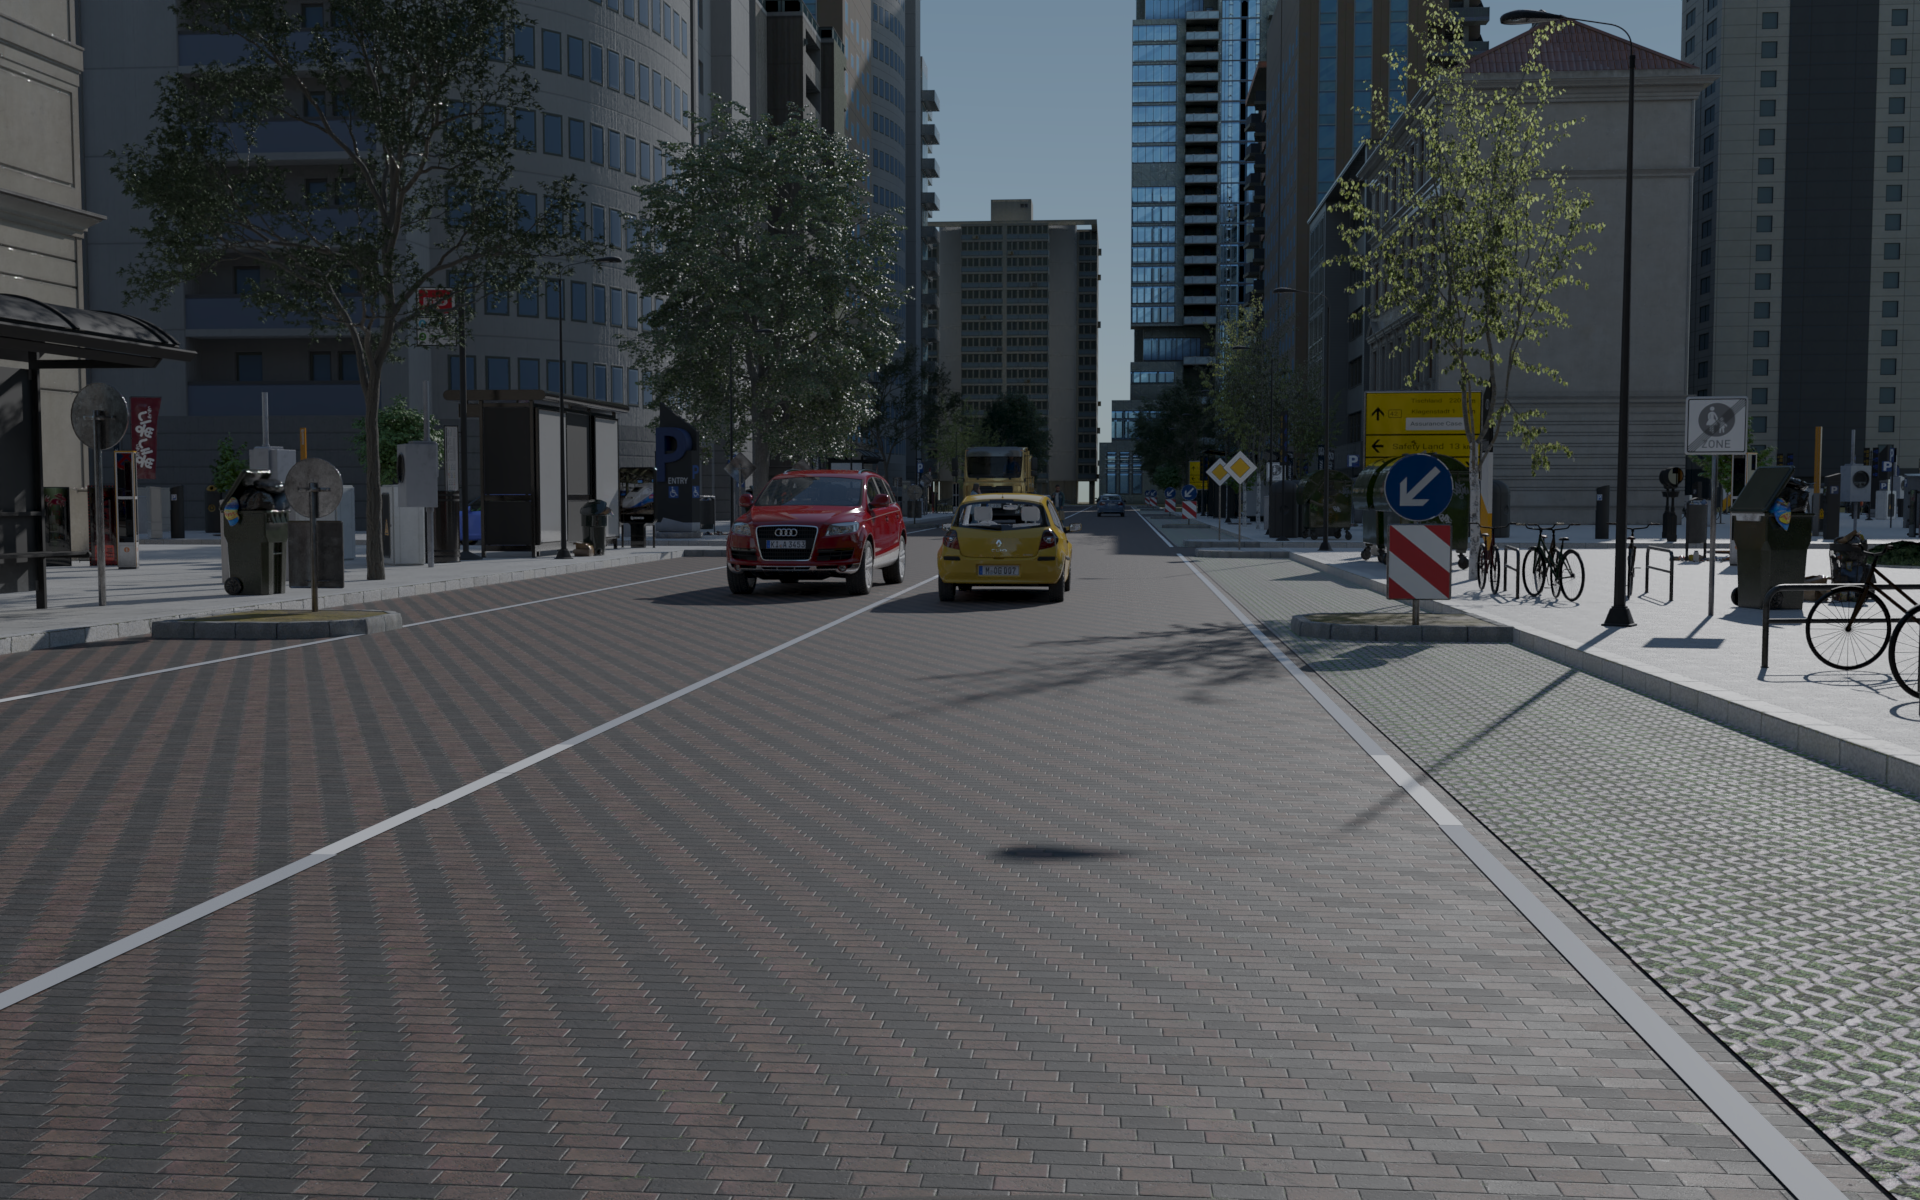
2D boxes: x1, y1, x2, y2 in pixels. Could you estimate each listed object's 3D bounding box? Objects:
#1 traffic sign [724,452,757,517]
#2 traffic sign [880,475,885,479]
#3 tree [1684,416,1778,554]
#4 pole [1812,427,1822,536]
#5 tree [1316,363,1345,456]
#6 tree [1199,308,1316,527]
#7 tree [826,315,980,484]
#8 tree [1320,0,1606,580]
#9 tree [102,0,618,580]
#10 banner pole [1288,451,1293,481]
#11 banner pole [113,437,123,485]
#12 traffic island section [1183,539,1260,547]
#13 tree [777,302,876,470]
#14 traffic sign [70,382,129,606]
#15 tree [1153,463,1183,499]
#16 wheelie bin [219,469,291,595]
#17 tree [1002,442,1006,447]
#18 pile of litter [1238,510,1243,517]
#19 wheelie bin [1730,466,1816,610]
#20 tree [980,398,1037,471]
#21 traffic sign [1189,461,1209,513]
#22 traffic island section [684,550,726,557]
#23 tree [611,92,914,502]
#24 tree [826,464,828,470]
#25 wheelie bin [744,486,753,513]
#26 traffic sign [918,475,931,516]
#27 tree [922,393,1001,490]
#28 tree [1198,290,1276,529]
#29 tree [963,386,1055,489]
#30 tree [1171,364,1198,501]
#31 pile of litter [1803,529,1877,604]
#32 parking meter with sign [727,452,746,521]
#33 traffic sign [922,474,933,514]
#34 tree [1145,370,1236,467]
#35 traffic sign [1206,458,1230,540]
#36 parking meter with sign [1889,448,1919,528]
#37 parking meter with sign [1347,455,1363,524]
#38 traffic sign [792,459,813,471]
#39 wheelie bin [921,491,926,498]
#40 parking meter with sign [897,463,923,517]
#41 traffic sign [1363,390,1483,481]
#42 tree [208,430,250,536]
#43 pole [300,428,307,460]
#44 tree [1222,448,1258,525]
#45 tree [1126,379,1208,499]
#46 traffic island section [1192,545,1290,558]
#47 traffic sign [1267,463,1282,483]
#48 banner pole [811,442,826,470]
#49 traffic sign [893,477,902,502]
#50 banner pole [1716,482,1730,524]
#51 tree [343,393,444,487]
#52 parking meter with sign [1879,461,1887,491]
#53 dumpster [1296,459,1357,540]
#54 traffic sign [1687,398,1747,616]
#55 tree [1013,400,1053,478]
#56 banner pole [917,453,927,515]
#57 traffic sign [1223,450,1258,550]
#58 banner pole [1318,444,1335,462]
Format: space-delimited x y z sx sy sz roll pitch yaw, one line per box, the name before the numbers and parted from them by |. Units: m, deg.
traffic sign | -5.198 -2.284 40.992 0.795 2.450 0.064 0 4 5
traffic sign | -4.288 -5.695 95.236 0.606 2.300 0.079 0 4 6
tree | 16.778 -2.610 37.275 1.663 3.219 1.824 0 3 0
pole | 25.973 -3.586 52.470 0.158 3.312 0.155 0 3 0
tree | 19.036 -8.891 95.723 4.737 8.622 4.395 0 3 0
tree | 11.279 -7.196 68.016 4.737 8.622 4.395 0 3 0
tree | -3.568 -9.348 87.249 8.767 10.594 7.601 0 3 0
tree | 7.558 -4.595 25.492 4.360 8.622 3.978 0 3 0
tree | -8.888 -5.558 25.289 8.767 10.594 7.601 1 4 21
banner pole | 16.766 -6.056 89.035 0.863 3.779 0.401 3 4 37
banner pole | -28.015 -4.141 57.722 0.401 3.779 0.863 0 4 -2
traffic island section | 7.200 -1.569 47.933 2.009 0.180 2.903 0 4 5
tree | -5.424 -6.979 64.462 4.737 8.622 4.395 0 3 0
traffic sign | -9.835 -1.204 19.788 0.768 2.556 0.104 1 4 14
tree | 20.605 -11.474 171.307 4.285 4.588 4.351 0 3 0
wheelie bin | -8.973 -0.872 22.172 0.693 1.594 0.980 1 4 9
tree | 1.585 -11.822 143.644 4.737 8.622 4.395 0 3 0
pile of litter | 15.456 -5.125 97.763 1.176 0.858 1.719 -3 5 -40
wheelie bin | 9.114 -0.706 19.450 0.693 1.594 0.980 -1 4 -10
tree | 4.076 -14.278 167.859 7.601 10.594 8.767 2 4 28
traffic sign | 15.137 -6.854 105.935 2.265 3.308 0.079 1 4 14
traffic island section | -5.222 -1.148 41.056 2.009 0.180 2.903 0 4 5
tree | -6.386 -9.154 56.317 9.857 13.997 8.962 0 3 0
tree | -6.933 -6.168 95.442 1.663 3.219 1.824 0 3 0
wheelie bin | -7.597 -3.432 64.025 0.693 1.594 0.980 2 4 28
traffic sign | -2.088 -6.191 102.404 0.795 2.450 0.064 0 4 8
tree | -0.511 -10.578 123.304 4.737 8.622 4.395 0 3 0
tree | 11.185 -6.910 63.344 4.360 8.622 3.978 0 3 0
tree | 5.407 -16.340 184.174 9.611 12.733 9.660 0 3 0
tree | 13.232 -8.169 83.920 4.360 8.622 3.978 0 3 0
pile of litter | 10.522 -0.434 21.062 1.719 0.858 1.176 -3 4 -37
parking meter with sign | -8.861 -4.465 69.260 0.543 3.016 1.738 -1 4 -18
traffic sign | -2.090 -6.605 108.095 0.768 2.556 0.104 1 4 10
tree | 17.316 -12.001 130.622 7.601 10.594 8.767 -2 4 -25
traffic sign | 7.176 -2.704 47.858 0.795 2.450 0.064 0 4 5
parking meter with sign | 36.011 -4.219 65.249 1.738 3.016 0.543 1 4 12
parking meter with sign | 17.386 -4.881 76.059 0.543 3.016 1.738 0 4 3
traffic sign | -4.468 -2.771 48.944 0.795 2.450 0.064 0 4 5
wheelie bin | -2.808 -7.125 124.406 0.693 1.594 0.980 0 4 4
parking meter with sign | -2.889 -6.202 97.667 1.738 3.016 0.543 3 5 41
traffic sign | 9.075 -2.456 34.026 2.265 3.308 0.079 1 4 9
tree | -22.312 -3.561 52.829 1.663 3.219 1.824 0 3 0
pole | -20.228 -3.644 53.418 0.158 3.312 0.155 0 3 0
tree | 11.916 -4.798 73.052 1.663 3.219 1.824 0 3 0
tree | 23.360 -17.582 194.123 9.857 13.997 8.962 0 3 0
traffic island section | 6.469 -1.083 39.981 2.009 0.180 2.903 0 4 5
traffic sign | 10.305 -3.327 56.523 0.606 2.300 0.079 1 4 9
banner pole | -5.765 -4.964 71.183 0.863 3.779 0.401 -1 4 -12
traffic sign | -3.775 -6.261 104.495 0.606 2.300 0.079 1 4 10
banner pole | 32.592 -5.167 74.491 0.863 3.779 0.401 -2 4 -24
tree | -18.220 -4.429 56.132 4.285 4.588 4.351 0 3 0
parking meter with sign | 48.548 -5.793 90.981 0.543 3.016 1.738 3 4 37
dumpster | 10.344 -2.839 48.915 1.502 2.255 1.985 0 4 5
traffic sign | 7.930 -0.984 18.224 0.606 2.300 0.079 1 4 13
tree | 6.963 -16.983 195.801 7.486 12.596 7.792 0 3 0
banner pole | -2.399 -7.107 106.208 0.863 3.779 0.401 -3 4 -38
traffic sign | 6.445 -2.218 39.906 0.795 2.450 0.064 0 4 5
banner pole | 18.312 -5.907 86.596 0.863 3.779 0.401 1 4 14
